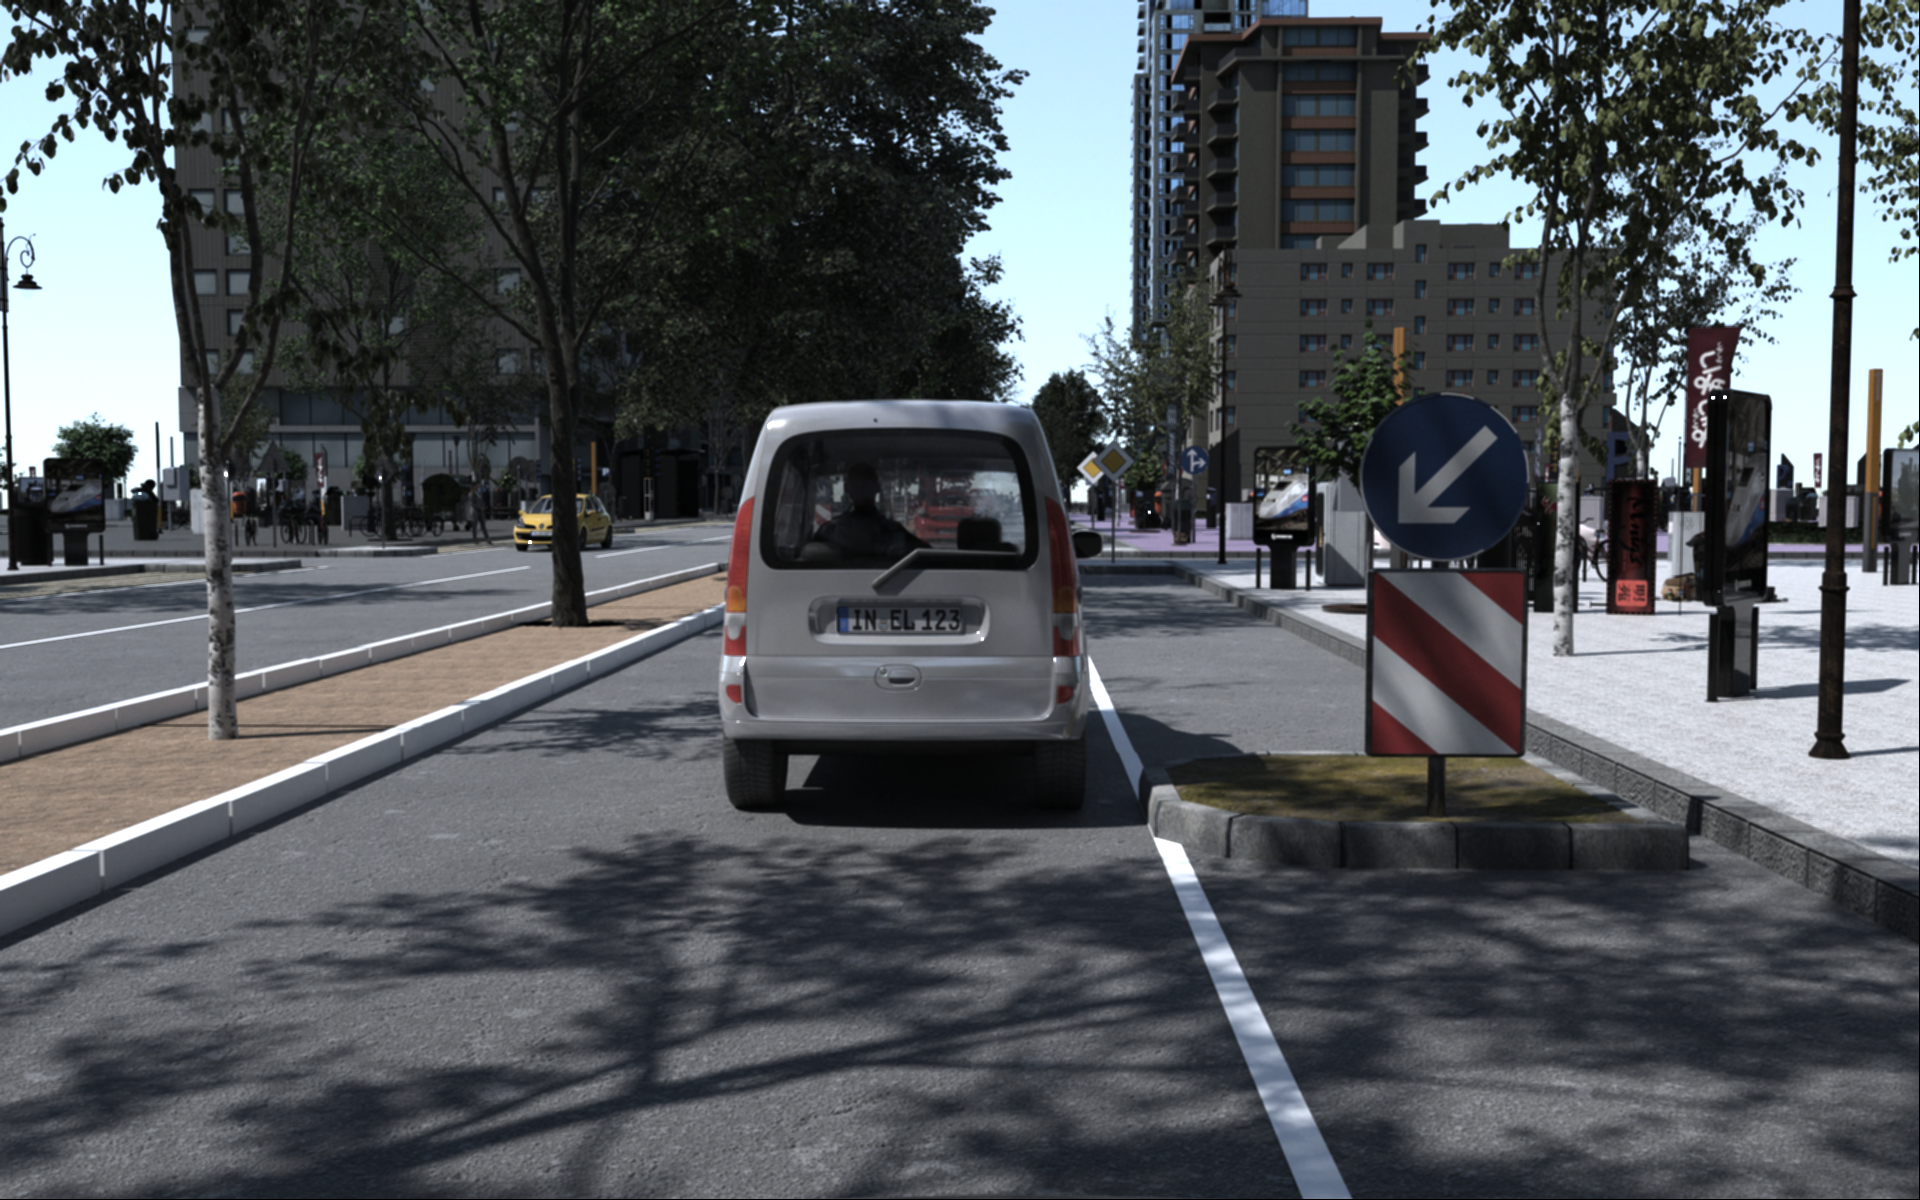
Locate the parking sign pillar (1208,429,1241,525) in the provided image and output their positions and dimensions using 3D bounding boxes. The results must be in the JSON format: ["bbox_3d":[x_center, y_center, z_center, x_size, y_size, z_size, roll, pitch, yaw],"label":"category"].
[{"bbox_3d":[10.950,-5.091,71.716,1.447,3.967,1.447,2,4,25],"label":"parking sign pillar"}]

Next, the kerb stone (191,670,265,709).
[{"bbox_3d":[-5.082,0.627,11.939,0.120,0.150,1.000,0,4,2],"label":"kerb stone"}]

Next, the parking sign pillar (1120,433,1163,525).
[{"bbox_3d":[7.806,-5.161,72.853,1.447,3.967,1.447,2,4,28],"label":"parking sign pillar"}]

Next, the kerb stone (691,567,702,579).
[{"bbox_3d":[-4.561,-0.437,29.380,0.120,0.150,1.000,0,4,2],"label":"kerb stone"}]

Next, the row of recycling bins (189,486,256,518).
[{"bbox_3d":[-39.952,-5.310,93.932,1.069,1.692,3.534,3,5,44],"label":"row of recycling bins"}]

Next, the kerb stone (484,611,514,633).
[{"bbox_3d":[-4.894,0.252,18.107,0.120,0.150,1.000,0,4,2],"label":"kerb stone"}]

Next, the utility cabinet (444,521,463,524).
[{"bbox_3d":[-22.039,-3.912,75.128,1.020,1.237,0.306,2,4,27],"label":"utility cabinet"}]

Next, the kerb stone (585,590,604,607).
[{"bbox_3d":[-4.776,-0.001,22.211,0.120,0.150,1.000,0,4,2],"label":"kerb stone"}]

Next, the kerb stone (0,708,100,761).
[{"bbox_3d":[-5.139,0.752,9.895,0.120,0.150,1.000,0,4,2],"label":"kerb stone"}]

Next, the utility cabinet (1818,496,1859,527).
[{"bbox_3d":[25.614,-2.406,50.502,0.306,1.237,1.020,-3,5,-41],"label":"utility cabinet"}]

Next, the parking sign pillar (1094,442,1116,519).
[{"bbox_3d":[7.721,-6.247,90.606,1.447,3.967,1.447,3,5,40],"label":"parking sign pillar"}]

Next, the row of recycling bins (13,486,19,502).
[{"bbox_3d":[-47.827,-4.991,88.708,1.069,1.692,3.534,-1,4,-9],"label":"row of recycling bins"}]

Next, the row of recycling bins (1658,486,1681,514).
[{"bbox_3d":[36.198,-4.989,88.685,3.534,1.692,1.069,-3,5,-44],"label":"row of recycling bins"}]

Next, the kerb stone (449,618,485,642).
[{"bbox_3d":[-4.922,0.313,17.080,0.120,0.150,1.000,0,4,2],"label":"kerb stone"}]

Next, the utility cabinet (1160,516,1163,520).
[{"bbox_3d":[9.562,-4.357,82.393,0.306,1.237,1.020,0,4,-2],"label":"utility cabinet"}]

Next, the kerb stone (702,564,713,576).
[{"bbox_3d":[-4.528,-0.501,30.401,0.120,0.150,1.000,0,4,2],"label":"kerb stone"}]

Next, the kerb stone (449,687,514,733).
[{"bbox_3d":[-3.011,0.695,10.842,0.120,0.150,1.000,0,4,2],"label":"kerb stone"}]

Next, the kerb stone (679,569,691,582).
[{"bbox_3d":[-4.592,-0.377,28.358,0.120,0.150,1.000,0,4,2],"label":"kerb stone"}]

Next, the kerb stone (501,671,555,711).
[{"bbox_3d":[-2.987,0.632,11.864,0.120,0.150,1.000,0,4,2],"label":"kerb stone"}]

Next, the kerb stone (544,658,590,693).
[{"bbox_3d":[-2.955,0.570,12.886,0.120,0.150,1.000,0,4,2],"label":"kerb stone"}]

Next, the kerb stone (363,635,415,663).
[{"bbox_3d":[-4.982,0.439,15.024,0.120,0.150,1.000,0,4,2],"label":"kerb stone"}]

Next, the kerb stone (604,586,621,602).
[{"bbox_3d":[-4.750,-0.058,23.234,0.120,0.150,1.000,0,4,2],"label":"kerb stone"}]

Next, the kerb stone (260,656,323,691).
[{"bbox_3d":[-5.051,0.564,12.975,0.120,0.150,1.000,0,4,2],"label":"kerb stone"}]

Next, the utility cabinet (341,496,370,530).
[{"bbox_3d":[-21.490,-3.092,61.716,1.020,1.237,0.306,-2,4,-34],"label":"utility cabinet"}]

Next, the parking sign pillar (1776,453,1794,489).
[{"bbox_3d":[54.138,-7.657,113.660,1.447,3.967,1.447,0,4,-4],"label":"parking sign pillar"}]

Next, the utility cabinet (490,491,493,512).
[{"bbox_3d":[-30.550,-6.346,112.440,0.318,1.500,1.173,2,4,34],"label":"utility cabinet"}]

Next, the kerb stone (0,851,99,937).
[{"bbox_3d":[-3.162,1.008,5.720,0.120,0.150,1.000,0,4,2],"label":"kerb stone"}]

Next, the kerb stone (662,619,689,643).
[{"bbox_3d":[-2.834,0.324,16.987,0.120,0.150,1.000,0,4,2],"label":"kerb stone"}]

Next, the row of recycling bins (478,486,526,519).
[{"bbox_3d":[-23.938,-4.969,88.355,3.534,1.692,1.069,-1,4,-12],"label":"row of recycling bins"}]

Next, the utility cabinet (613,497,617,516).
[{"bbox_3d":[-19.688,-5.522,98.961,0.318,1.500,1.173,2,4,31],"label":"utility cabinet"}]

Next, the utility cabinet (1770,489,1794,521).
[{"bbox_3d":[34.817,-3.956,73.357,1.173,1.500,0.318,-2,4,-30],"label":"utility cabinet"}]

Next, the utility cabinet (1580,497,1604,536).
[{"bbox_3d":[15.148,-1.902,42.258,1.020,1.237,0.306,2,4,35],"label":"utility cabinet"}]

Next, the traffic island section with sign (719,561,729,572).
[{"bbox_3d":[-3.426,-1.501,32.673,2.006,1.907,1.989,0,4,2],"label":"traffic island section with sign"}]

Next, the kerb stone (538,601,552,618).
[{"bbox_3d":[-4.841,0.125,20.158,0.120,0.150,1.000,0,4,2],"label":"kerb stone"}]

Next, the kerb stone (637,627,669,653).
[{"bbox_3d":[-2.859,0.382,15.957,0.120,0.150,1.000,0,4,2],"label":"kerb stone"}]

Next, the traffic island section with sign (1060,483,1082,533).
[{"bbox_3d":[3.437,-3.298,62.553,1.989,1.847,2.006,0,4,2],"label":"traffic island section with sign"}]

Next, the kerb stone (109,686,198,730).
[{"bbox_3d":[-5.115,0.690,10.917,0.120,0.150,1.000,0,4,2],"label":"kerb stone"}]

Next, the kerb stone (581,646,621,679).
[{"bbox_3d":[-2.914,0.509,13.913,0.120,0.150,1.000,0,4,2],"label":"kerb stone"}]

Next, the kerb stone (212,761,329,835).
[{"bbox_3d":[-3.099,0.886,7.772,0.120,0.150,1.000,0,4,2],"label":"kerb stone"}]

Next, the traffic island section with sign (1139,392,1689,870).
[{"bbox_3d":[1.814,0.065,7.563,1.989,1.847,2.006,0,4,2],"label":"traffic island section with sign"}]

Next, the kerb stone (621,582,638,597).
[{"bbox_3d":[-4.715,-0.122,24.260,0.120,0.150,1.000,0,4,2],"label":"kerb stone"}]

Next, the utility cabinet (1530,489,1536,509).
[{"bbox_3d":[24.007,-3.882,72.145,1.173,1.500,0.318,-3,5,-41],"label":"utility cabinet"}]

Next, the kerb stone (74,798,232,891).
[{"bbox_3d":[-3.133,0.945,6.750,0.120,0.150,1.000,0,4,2],"label":"kerb stone"}]

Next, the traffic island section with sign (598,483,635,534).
[{"bbox_3d":[-12.918,-3.325,62.999,1.989,1.847,2.006,0,4,2],"label":"traffic island section with sign"}]

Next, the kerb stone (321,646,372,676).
[{"bbox_3d":[-5.020,0.510,13.998,0.120,0.150,1.000,0,4,2],"label":"kerb stone"}]

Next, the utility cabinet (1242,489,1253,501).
[{"bbox_3d":[12.625,-4.087,75.505,0.318,1.500,1.173,2,4,31],"label":"utility cabinet"}]

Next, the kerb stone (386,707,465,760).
[{"bbox_3d":[-3.040,0.757,9.820,0.120,0.150,1.000,0,4,2],"label":"kerb stone"}]

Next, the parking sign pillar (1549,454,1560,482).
[{"bbox_3d":[38.261,-7.506,111.198,1.447,3.967,1.447,-2,4,-23],"label":"parking sign pillar"}]

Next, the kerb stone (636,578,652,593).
[{"bbox_3d":[-4.693,-0.189,25.289,0.120,0.150,1.000,0,4,2],"label":"kerb stone"}]

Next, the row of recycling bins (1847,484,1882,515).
[{"bbox_3d":[38.296,-4.077,73.765,1.069,1.692,3.534,0,4,7],"label":"row of recycling bins"}]

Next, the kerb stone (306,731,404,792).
[{"bbox_3d":[-3.075,0.819,8.798,0.120,0.150,1.000,0,4,2],"label":"kerb stone"}]

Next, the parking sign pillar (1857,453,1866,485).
[{"bbox_3d":[51.014,-6.660,97.368,1.447,3.967,1.447,0,4,-6],"label":"parking sign pillar"}]

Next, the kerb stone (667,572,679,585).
[{"bbox_3d":[-4.625,-0.314,27.336,0.120,0.150,1.000,0,4,2],"label":"kerb stone"}]

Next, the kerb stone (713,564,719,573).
[{"bbox_3d":[-4.498,-0.564,31.424,0.120,0.150,1.000,0,4,2],"label":"kerb stone"}]

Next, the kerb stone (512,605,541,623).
[{"bbox_3d":[-4.857,0.188,19.129,0.120,0.150,1.000,0,4,2],"label":"kerb stone"}]

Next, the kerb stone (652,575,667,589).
[{"bbox_3d":[-4.653,-0.252,26.311,0.120,0.150,1.000,0,4,2],"label":"kerb stone"}]

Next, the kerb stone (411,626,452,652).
[{"bbox_3d":[-4.957,0.377,16.052,0.120,0.150,1.000,0,4,2],"label":"kerb stone"}]

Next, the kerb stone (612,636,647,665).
[{"bbox_3d":[-2.888,0.446,14.935,0.120,0.150,1.000,0,4,2],"label":"kerb stone"}]

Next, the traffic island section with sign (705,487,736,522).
[{"bbox_3d":[-12.119,-4.973,89.942,1.989,1.847,2.006,0,4,2],"label":"traffic island section with sign"}]
